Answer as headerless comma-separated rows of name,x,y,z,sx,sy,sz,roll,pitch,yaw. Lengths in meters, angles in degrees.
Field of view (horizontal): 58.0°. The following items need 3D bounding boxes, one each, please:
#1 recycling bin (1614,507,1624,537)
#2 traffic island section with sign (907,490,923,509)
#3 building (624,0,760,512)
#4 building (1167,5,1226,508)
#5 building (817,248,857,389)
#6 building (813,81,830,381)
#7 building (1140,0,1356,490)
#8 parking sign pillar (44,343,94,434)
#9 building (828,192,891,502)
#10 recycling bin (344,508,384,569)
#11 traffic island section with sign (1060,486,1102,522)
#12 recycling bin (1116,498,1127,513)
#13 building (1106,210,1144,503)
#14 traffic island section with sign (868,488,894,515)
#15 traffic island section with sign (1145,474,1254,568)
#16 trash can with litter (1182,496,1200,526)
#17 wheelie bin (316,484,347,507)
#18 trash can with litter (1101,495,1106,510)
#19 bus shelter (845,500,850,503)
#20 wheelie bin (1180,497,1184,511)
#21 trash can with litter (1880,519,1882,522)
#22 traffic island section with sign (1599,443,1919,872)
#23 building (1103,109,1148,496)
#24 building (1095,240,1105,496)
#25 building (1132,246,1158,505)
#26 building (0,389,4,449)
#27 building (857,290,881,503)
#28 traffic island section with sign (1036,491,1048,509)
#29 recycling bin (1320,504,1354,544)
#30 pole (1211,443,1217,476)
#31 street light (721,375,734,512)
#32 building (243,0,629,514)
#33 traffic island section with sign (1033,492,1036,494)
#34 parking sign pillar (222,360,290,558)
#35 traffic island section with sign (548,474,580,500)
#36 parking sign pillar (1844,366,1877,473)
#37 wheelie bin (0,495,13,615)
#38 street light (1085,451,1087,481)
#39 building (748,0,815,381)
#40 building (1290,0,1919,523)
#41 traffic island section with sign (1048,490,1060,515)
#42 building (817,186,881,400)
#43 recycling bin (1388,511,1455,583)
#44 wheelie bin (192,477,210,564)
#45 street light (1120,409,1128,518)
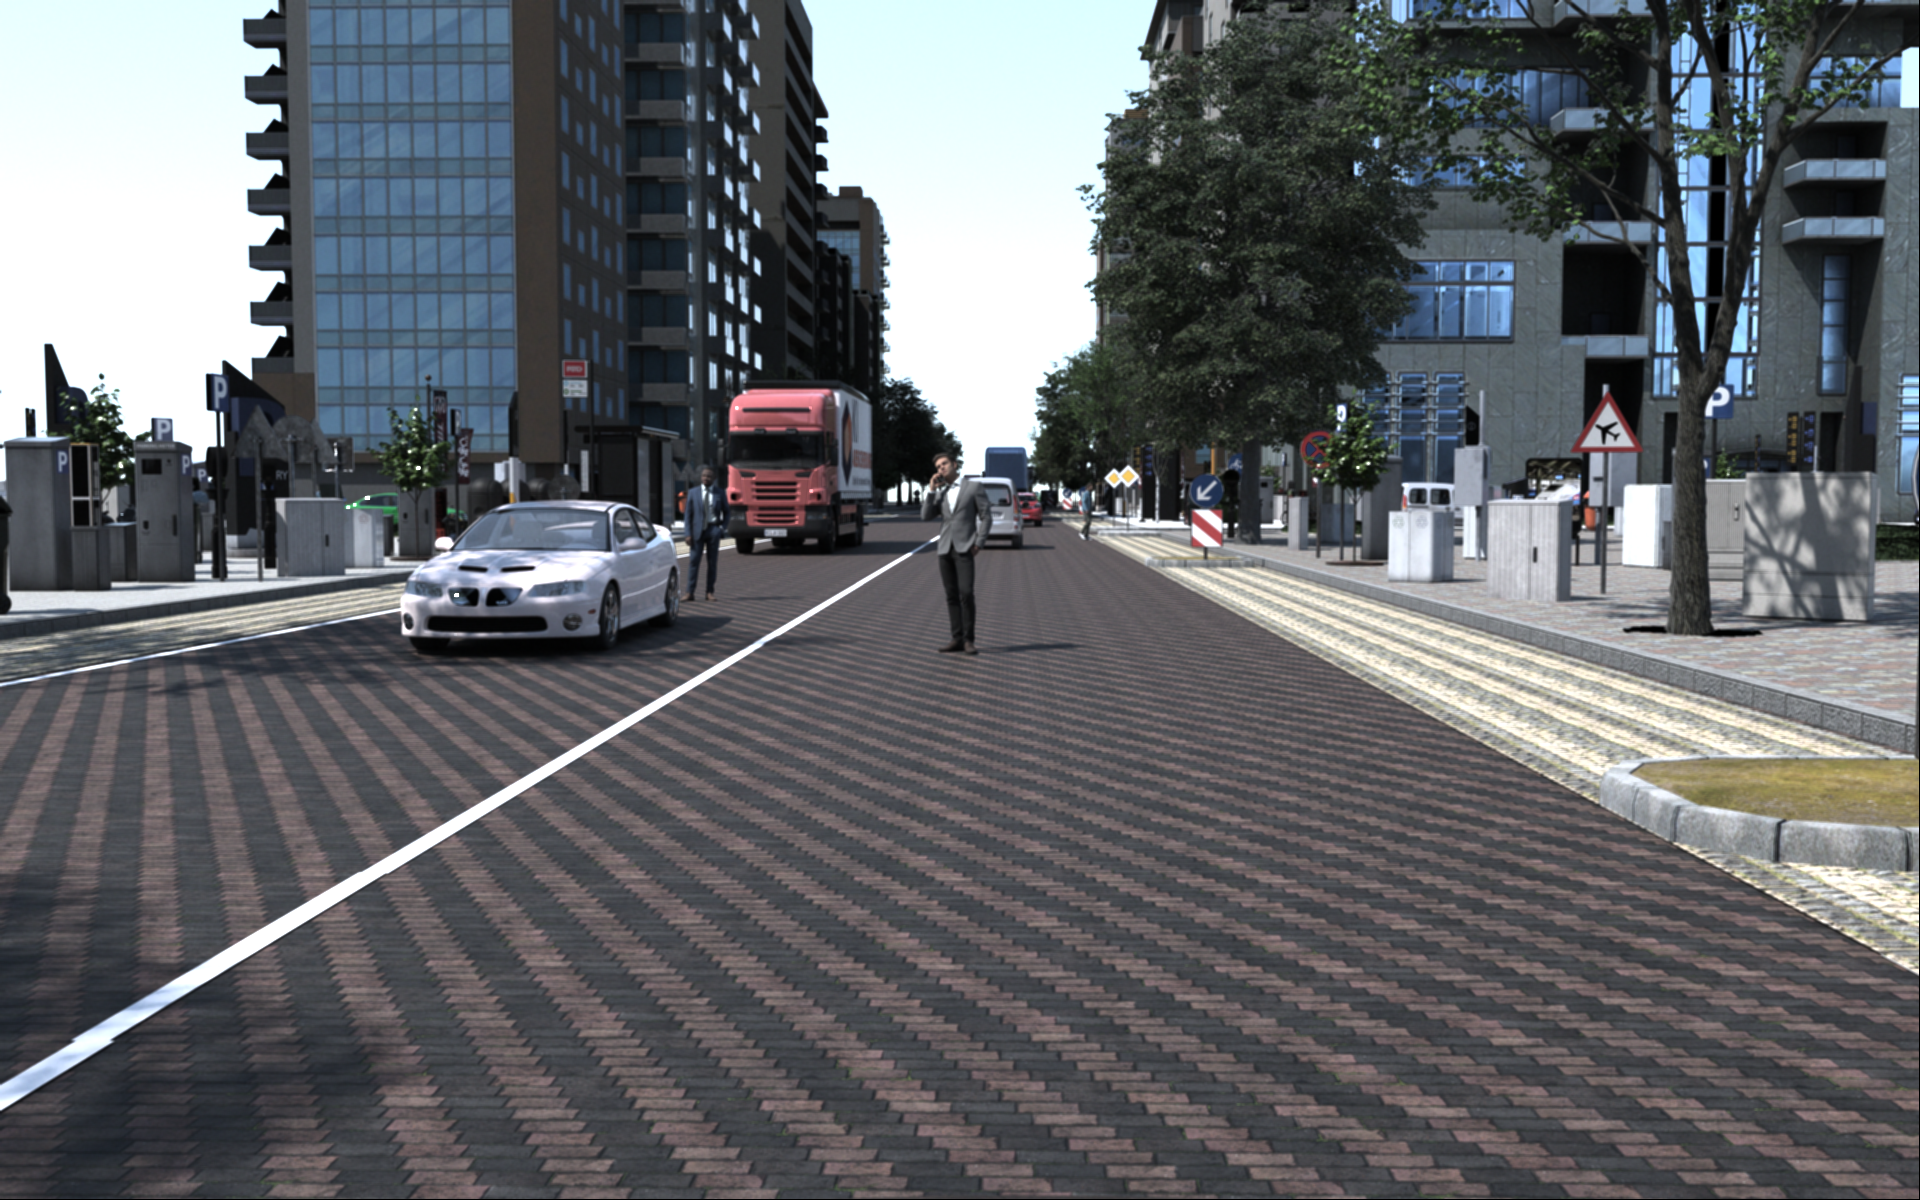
recycling bin,19.943,-2.392,51.669,0.722,1.027,0.722,1,4,12
traffic island section with sign,-4.072,-9.649,166.384,1.989,1.847,2.006,0,4,2
building,-26.220,-30.674,121.132,23.786,49.044,30.456,0,4,2
building,26.669,-31.219,160.537,14.600,45.320,14.200,0,4,2
building,-20.070,-26.276,201.317,14.160,30.474,14.107,0,4,2
building,-25.281,-32.081,179.156,22.147,44.769,28.867,0,4,2
building,34.023,-36.188,180.914,28.713,52.752,27.495,0,4,2
parking sign pillar,-16.296,-2.644,31.700,1.447,3.967,1.447,-1,4,-13
building,-22.631,-40.244,277.603,23.786,49.044,30.456,0,4,2
recycling bin,-10.477,-1.077,30.162,0.722,1.027,0.722,0,4,-6
traffic island section with sign,6.292,-4.928,89.204,1.989,1.847,2.006,0,4,2
recycling bin,11.081,-6.475,118.414,0.722,1.027,0.722,-1,4,-10
building,28.194,-34.683,250.667,14.154,41.232,14.086,0,4,2
traffic island section with sign,-5.510,-6.639,117.175,1.989,1.847,2.006,0,4,2
traffic island section with sign,4.703,-1.576,34.397,1.989,1.847,2.006,0,4,2
trash can with litter,9.353,-3.487,68.402,0.624,1.170,1.055,-1,4,-13
wheelie bin,-19.201,-2.740,52.705,0.980,1.594,0.693,-2,4,-33
trash can with litter,11.054,-7.834,139.148,2.233,1.210,1.678,-1,4,-14
bus shelter,-8.514,-8.054,125.599,2.014,3.302,5.546,0,4,2
wheelie bin,16.460,-7.365,128.330,0.980,1.594,0.693,0,4,6
trash can with litter,37.699,-3.689,71.697,1.055,1.170,0.624,3,4,36
traffic island section with sign,3.919,0.072,7.453,1.989,1.847,2.006,0,4,2
building,33.083,-44.594,271.115,21.231,58.520,28.212,0,4,2
building,30.144,-39.318,292.966,14.600,45.320,14.200,0,4,2
building,27.059,-26.353,202.568,14.160,30.474,14.107,0,4,2
building,-65.822,-33.244,85.545,28.212,58.520,21.231,0,4,2
building,-18.536,-28.725,241.347,14.160,30.474,14.107,0,4,2
traffic island section with sign,8.537,-9.632,166.104,1.989,1.847,2.006,0,4,2
recycling bin,9.831,-1.997,45.201,0.722,1.027,0.722,-1,4,-22
pole,9.897,-4.507,67.529,0.158,3.312,0.155,0,3,0
street light,-8.970,-5.800,67.612,0.468,5.910,1.993,0,4,2
building,-24.687,-26.537,83.991,14.600,45.320,14.200,0,4,2
traffic island section with sign,9.332,-11.280,193.047,1.989,1.847,2.006,0,4,2
parking sign pillar,-14.283,-2.864,35.295,1.447,3.967,1.447,3,4,36
traffic island section with sign,-7.932,-1.571,34.322,1.989,1.847,2.006,0,4,2
parking sign pillar,19.200,-2.969,37.008,1.447,3.967,1.447,1,4,21
wheelie bin,-10.510,-0.643,18.426,0.693,1.594,0.980,-3,5,-40
street light,10.225,-10.301,141.212,0.468,5.910,1.993,0,4,2
building,-24.779,-32.421,153.789,21.300,48.544,21.600,0,4,2
building,32.223,-47.134,83.315,31.000,86.520,22.319,0,4,2
traffic island section with sign,7.111,-6.623,116.907,1.989,1.847,2.006,0,4,2
building,-19.094,-37.016,255.318,14.600,45.320,14.200,0,4,2
recycling bin,6.760,-0.785,25.383,0.722,1.027,0.722,3,5,41
wheelie bin,-14.258,-1.459,31.765,0.980,1.594,0.693,-1,4,-18
street light,8.731,-7.315,92.389,0.468,5.910,1.993,0,4,2
